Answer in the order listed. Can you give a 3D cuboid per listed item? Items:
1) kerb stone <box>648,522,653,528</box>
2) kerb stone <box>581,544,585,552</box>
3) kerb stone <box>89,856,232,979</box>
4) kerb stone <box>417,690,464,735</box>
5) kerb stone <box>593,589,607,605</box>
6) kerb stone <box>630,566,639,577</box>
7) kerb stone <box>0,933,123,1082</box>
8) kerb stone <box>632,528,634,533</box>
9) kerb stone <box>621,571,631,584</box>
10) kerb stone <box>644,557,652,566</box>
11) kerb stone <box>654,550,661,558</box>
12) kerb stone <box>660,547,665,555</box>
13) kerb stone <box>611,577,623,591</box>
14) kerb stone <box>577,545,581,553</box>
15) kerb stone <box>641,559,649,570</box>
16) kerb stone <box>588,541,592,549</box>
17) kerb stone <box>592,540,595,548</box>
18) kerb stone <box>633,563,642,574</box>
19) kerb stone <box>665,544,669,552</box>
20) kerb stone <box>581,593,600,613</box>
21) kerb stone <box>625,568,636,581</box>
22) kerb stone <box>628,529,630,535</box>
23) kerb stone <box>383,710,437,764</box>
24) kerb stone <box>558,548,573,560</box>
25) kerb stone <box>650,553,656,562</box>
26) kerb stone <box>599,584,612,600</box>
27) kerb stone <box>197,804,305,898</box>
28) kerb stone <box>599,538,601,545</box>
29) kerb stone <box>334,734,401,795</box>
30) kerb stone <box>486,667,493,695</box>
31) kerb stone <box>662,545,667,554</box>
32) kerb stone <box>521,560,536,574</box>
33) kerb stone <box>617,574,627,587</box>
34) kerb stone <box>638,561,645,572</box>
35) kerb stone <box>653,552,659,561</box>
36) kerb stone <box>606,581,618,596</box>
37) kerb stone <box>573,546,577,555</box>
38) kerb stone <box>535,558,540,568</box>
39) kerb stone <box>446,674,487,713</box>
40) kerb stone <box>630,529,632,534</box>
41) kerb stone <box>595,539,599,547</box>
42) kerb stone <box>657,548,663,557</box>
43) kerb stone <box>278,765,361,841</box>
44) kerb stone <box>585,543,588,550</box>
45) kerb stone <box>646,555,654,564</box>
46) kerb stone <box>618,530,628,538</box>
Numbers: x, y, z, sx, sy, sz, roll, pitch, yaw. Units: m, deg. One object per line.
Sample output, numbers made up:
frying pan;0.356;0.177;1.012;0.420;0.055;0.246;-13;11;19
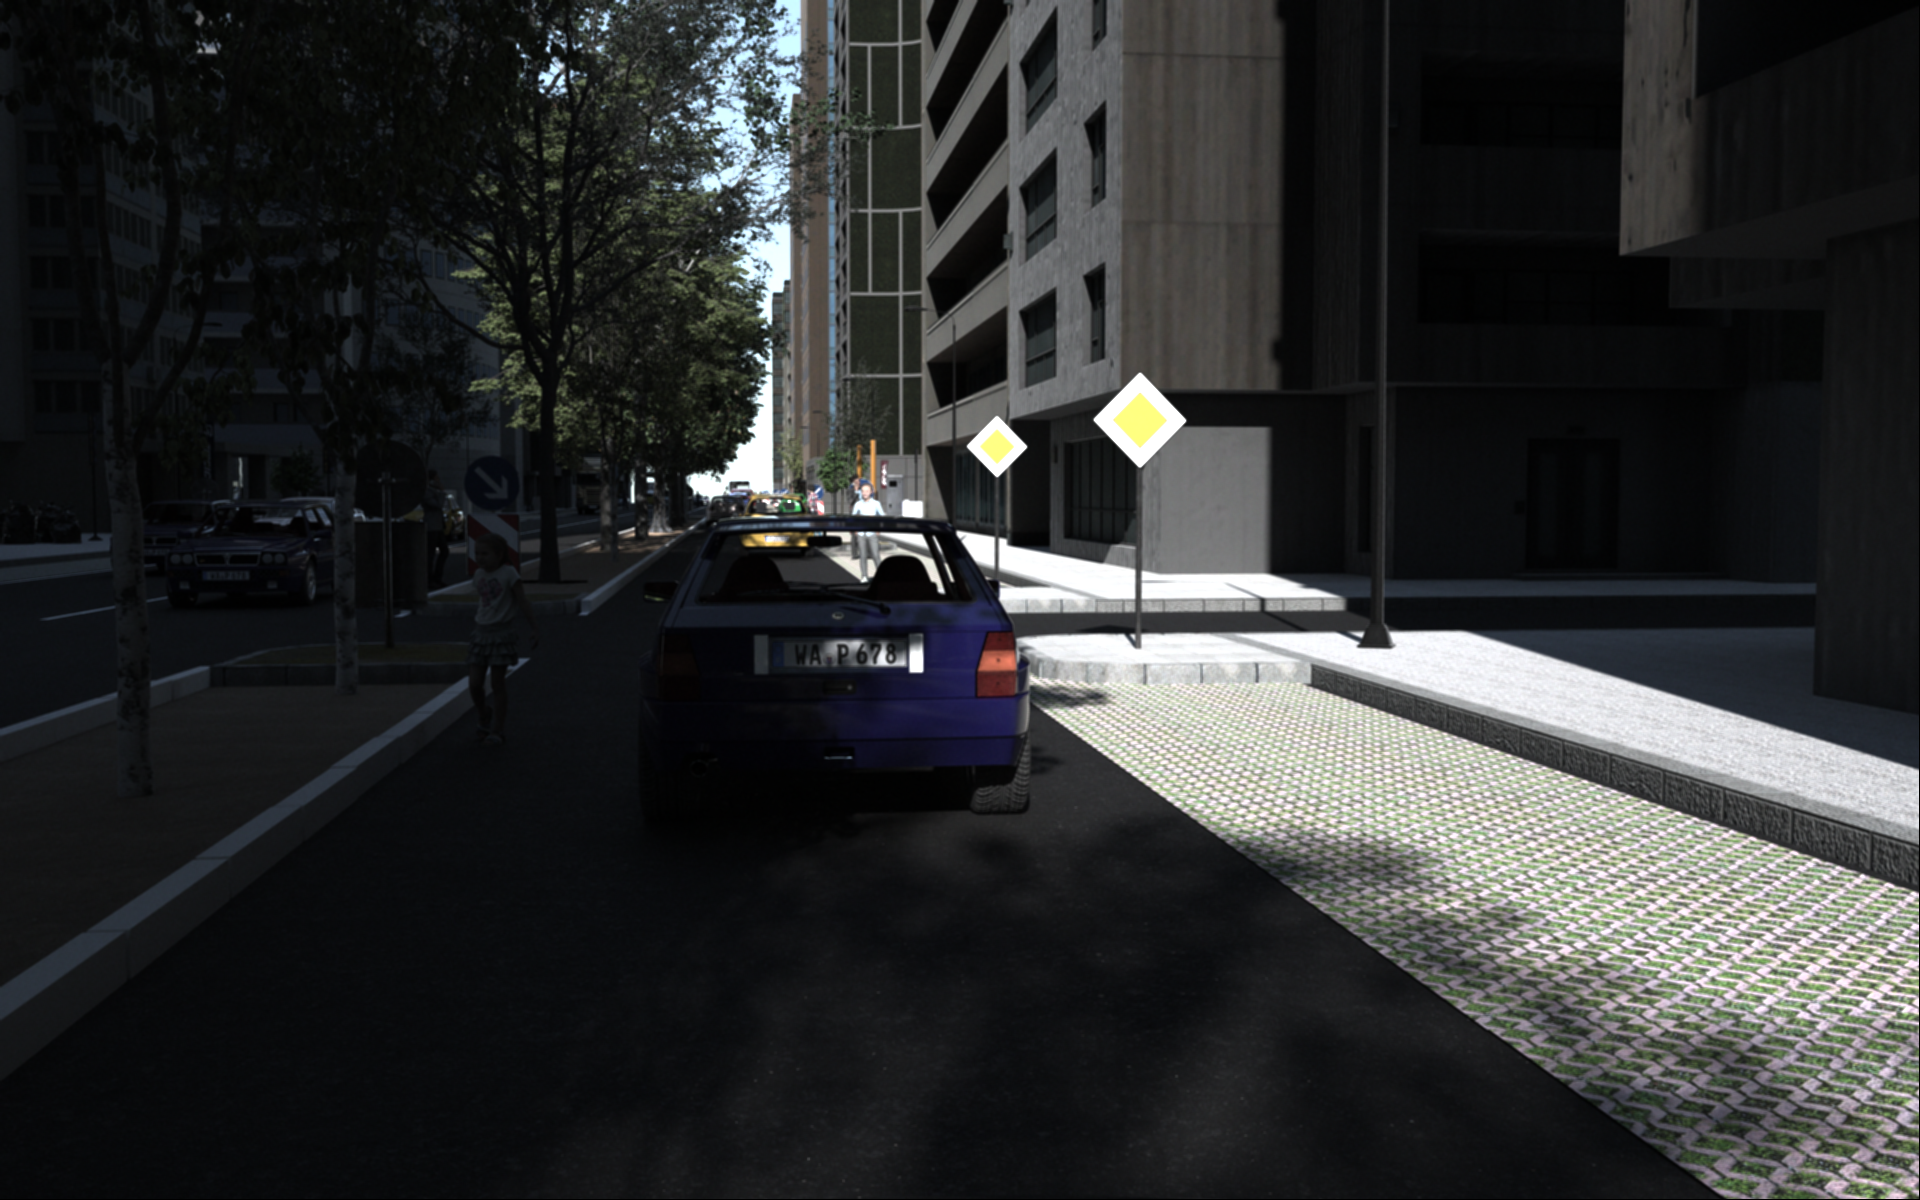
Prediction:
kerb stone;-13.886;-3.415;78.073;0.120;0.150;1.000;0;4;-7
kerb stone;-9.365;-1.240;42.469;0.120;0.150;1.000;0;4;-7
kerb stone;-2.572;1.017;5.602;0.120;0.150;1.000;0;4;-7
kerb stone;-3.216;0.704;10.683;0.120;0.150;1.000;0;4;-7
kerb stone;-4.705;-0.011;22.407;0.120;0.150;1.000;0;4;-7
kerb stone;-5.612;-0.448;29.527;0.120;0.150;1.000;0;4;-7
kerb stone;-2.447;1.079;4.587;0.120;0.150;1.000;0;4;-7
kerb stone;-11.811;-2.422;61.788;0.120;0.150;1.000;0;4;-7
kerb stone;-5.351;-0.324;27.487;0.120;0.150;1.000;0;4;-7
kerb stone;-6.116;-0.697;33.586;0.120;0.150;1.000;0;4;-7
kerb stone;-6.632;-0.945;37.654;0.120;0.150;1.000;0;4;-7
kerb stone;-6.891;-1.069;39.682;0.120;0.150;1.000;0;4;-7
kerb stone;-5.092;-0.200;25.459;0.120;0.150;1.000;0;4;-7
kerb stone;-9.239;-1.170;41.449;0.120;0.150;1.000;0;4;-7
kerb stone;-5.992;-0.629;32.571;0.120;0.150;1.000;0;4;-7
kerb stone;-9.620;-1.364;44.497;0.120;0.150;1.000;0;4;-7
kerb stone;-9.755;-1.426;45.512;0.120;0.150;1.000;0;4;-7
kerb stone;-5.735;-0.511;30.543;0.120;0.150;1.000;0;4;-7
kerb stone;-7.154;-1.194;41.721;0.120;0.150;1.000;0;4;-7
kerb stone;-4.575;0.049;21.389;0.120;0.150;1.000;0;4;-7
kerb stone;-5.473;-0.386;28.511;0.120;0.150;1.000;0;4;-7
kerb stone;-11.559;-2.297;59.757;0.120;0.150;1.000;0;4;-7
kerb stone;-3.082;0.767;9.667;0.120;0.150;1.000;0;4;-7
kerb stone;-8.976;-1.052;39.417;0.120;0.150;1.000;0;4;-7
kerb stone;-6.387;-0.821;35.618;0.120;0.150;1.000;0;4;-7
kerb stone;-4.836;-0.075;23.429;0.120;0.150;1.000;0;4;-7
kerb stone;-2.702;0.953;6.620;0.120;0.150;1.000;0;4;-7
kerb stone;-10.013;-1.548;47.549;0.120;0.150;1.000;0;4;-7
kerb stone;-2.964;0.828;8.651;0.120;0.150;1.000;0;4;-7
kerb stone;-3.473;0.584;12.713;0.120;0.150;1.000;0;4;-7
kerb stone;-7.021;-1.132;40.696;0.120;0.150;1.000;0;4;-7
kerb stone;-8.074;-0.618;32.306;0.120;0.150;1.000;0;4;-7
kerb stone;-5.222;-0.262;26.473;0.120;0.150;1.000;0;4;-7
kerb stone;-5.866;-0.573;31.557;0.120;0.150;1.000;0;4;-7
kerb stone;-6.515;-0.877;36.633;0.120;0.150;1.000;0;4;-7
kerb stone;-4.963;-0.135;24.443;0.120;0.150;1.000;0;4;-7
kerb stone;-9.105;-1.114;40.435;0.120;0.150;1.000;0;4;-7
kerb stone;-8.208;-0.680;33.320;0.120;0.150;1.000;0;4;-7
kerb stone;-3.351;0.642;11.698;0.120;0.150;1.000;0;4;-7
kerb stone;-11.686;-2.360;60.774;0.120;0.150;1.000;0;4;-7
kerb stone;-9.877;-1.488;46.526;0.120;0.150;1.000;0;4;-7
kerb stone;-6.771;-1.006;38.667;0.120;0.150;1.000;0;4;-7
kerb stone;-2.827;0.892;7.635;0.120;0.150;1.000;0;4;-7
kerb stone;-9.497;-1.302;43.482;0.120;0.150;1.000;0;4;-7
kerb stone;-6.251;-0.759;34.599;0.120;0.150;1.000;0;4;-7
kerb stone;-11.430;-2.235;58.743;0.120;0.150;1.000;0;4;-7
